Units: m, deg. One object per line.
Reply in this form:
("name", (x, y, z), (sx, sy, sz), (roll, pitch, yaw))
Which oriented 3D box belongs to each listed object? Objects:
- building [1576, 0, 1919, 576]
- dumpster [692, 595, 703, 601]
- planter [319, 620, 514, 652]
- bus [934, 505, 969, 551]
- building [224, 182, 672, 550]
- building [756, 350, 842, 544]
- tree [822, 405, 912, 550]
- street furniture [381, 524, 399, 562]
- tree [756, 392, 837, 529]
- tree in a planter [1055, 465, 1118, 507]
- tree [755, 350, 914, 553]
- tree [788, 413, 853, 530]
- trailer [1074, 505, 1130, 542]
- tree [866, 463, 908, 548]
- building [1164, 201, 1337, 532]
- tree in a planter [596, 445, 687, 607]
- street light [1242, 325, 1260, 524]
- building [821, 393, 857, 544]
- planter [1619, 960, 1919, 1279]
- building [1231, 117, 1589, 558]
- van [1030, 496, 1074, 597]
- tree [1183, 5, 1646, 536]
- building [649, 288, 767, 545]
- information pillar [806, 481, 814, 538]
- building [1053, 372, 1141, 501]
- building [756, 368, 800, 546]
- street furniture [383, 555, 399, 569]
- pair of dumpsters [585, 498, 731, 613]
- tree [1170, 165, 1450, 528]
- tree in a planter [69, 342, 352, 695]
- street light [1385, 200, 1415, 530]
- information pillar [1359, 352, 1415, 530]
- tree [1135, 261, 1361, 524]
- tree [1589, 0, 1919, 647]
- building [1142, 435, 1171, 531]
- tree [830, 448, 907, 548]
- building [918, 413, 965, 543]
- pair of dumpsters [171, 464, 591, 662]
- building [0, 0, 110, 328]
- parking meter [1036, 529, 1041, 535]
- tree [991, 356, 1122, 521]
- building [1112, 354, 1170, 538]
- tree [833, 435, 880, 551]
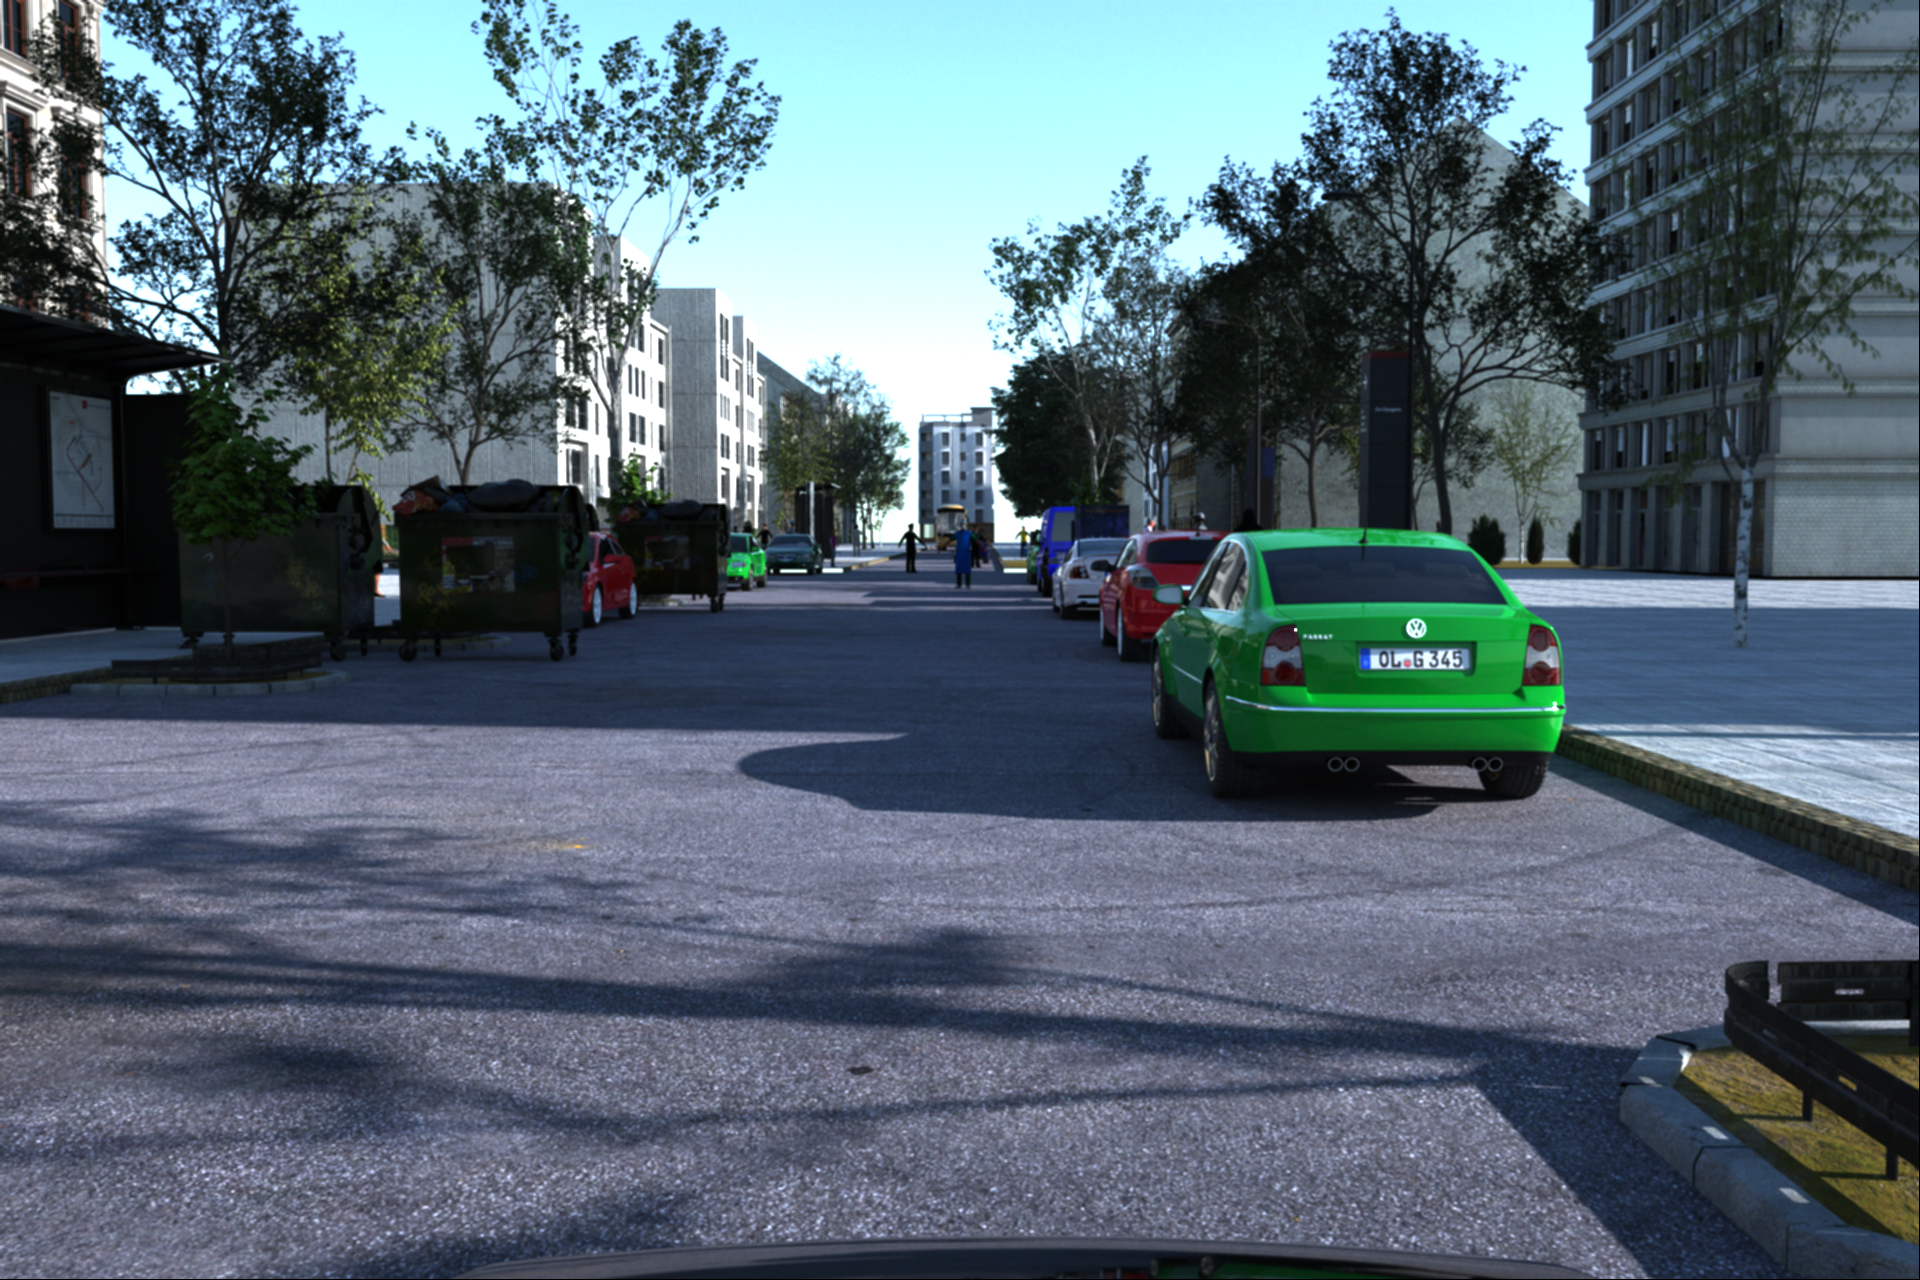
("building", (26.702, -12.744, 55.037), (8.464, 21.280, 15.925), (0, 4, 1))
("dumpster", (-6.431, -1.807, 37.763), (1.865, 1.857, 1.264), (0, 4, 1))
("planter", (-6.818, -0.058, 22.088), (1.991, 0.319, 1.994), (0, 4, 2))
("bus", (-0.676, -9.625, 148.918), (2.896, 3.916, 12.252), (0, 4, 1))
("building", (-28.443, -14.483, 103.252), (16.747, 18.905, 31.486), (0, 4, 1))
("building", (-24.373, -23.061, 207.980), (19.493, 23.208, 18.063), (0, 4, 1))
("tree", (-7.605, -13.040, 138.958), (9.928, 11.665, 9.643), (0, 3, 0))
("street furniture", (-27.148, -4.360, 78.138), (9.812, 1.723, 11.010), (-1, 4, -12))
("tree", (-8.819, -8.590, 90.802), (4.737, 8.622, 4.395), (0, 3, 0))
("tree in a planter", (3.265, -2.916, 44.894), (1.991, 3.239, 1.994), (0, 4, 1))
("tree", (-8.632, -12.604, 116.453), (12.009, 13.543, 11.850), (0, 3, 0))
("tree", (-8.130, -9.439, 104.694), (4.360, 8.622, 3.978), (0, 3, 0))
("trailer", (2.882, -1.768, 35.959), (1.471, 1.999, 3.904), (0, 4, 1))
("tree", (-7.256, -12.950, 162.100), (4.737, 8.622, 4.395), (0, 3, 0))
("building", (24.693, -17.664, 119.730), (19.493, 23.208, 18.063), (0, 4, 1))
("tree in a planter", (-6.610, -2.310, 34.987), (1.991, 3.239, 1.994), (0, 4, 1))
("street light", (6.993, -3.976, 37.554), (1.470, 5.913, 1.316), (0, 4, 1))
("building", (-23.550, -22.446, 233.454), (16.747, 18.905, 31.486), (0, 4, 1))
("planter", (2.603, 1.058, 3.840), (1.991, 0.319, 1.994), (0, 4, 0))
("building", (26.397, -16.483, 100.432), (19.493, 23.208, 18.063), (0, 4, 1))
("van", (2.827, -2.247, 41.119), (2.240, 2.365, 5.245), (0, 4, 0))
("tree", (8.454, -5.879, 30.538), (8.767, 10.594, 7.601), (-3, 4, -37))
("building", (-25.826, -16.752, 140.345), (16.747, 18.905, 31.486), (0, 3, 0))
("information pillar", (-6.672, -5.250, 77.158), (0.184, 3.620, 1.656), (0, 4, 1))
("building", (25.347, -23.845, 233.837), (27.936, 21.610, 32.646), (0, 4, 1))
("building", (-27.707, -21.904, 189.062), (19.493, 23.208, 18.063), (0, 4, 1))
("street furniture", (-17.264, -3.508, 64.212), (11.010, 1.723, 9.812), (2, 4, 32))
("pair of dumpsters", (-6.484, -1.641, 31.780), (4.436, 2.255, 1.574), (0, 4, 1))
("tree", (8.847, -6.720, 44.286), (7.601, 10.594, 8.767), (1, 4, 12))
("tree in a planter", (-6.919, -1.166, 16.281), (1.991, 3.239, 1.994), (0, 4, 2))
("street light", (6.666, -3.121, 23.567), (1.470, 5.913, 1.316), (0, 4, 1))
("information pillar", (6.141, -2.177, 24.973), (0.750, 3.857, 0.750), (0, 4, 1))
("tree", (9.401, -7.441, 56.079), (7.601, 10.594, 8.767), (-3, 5, -41))
("tree", (8.667, -4.217, 19.305), (4.360, 8.622, 3.978), (0, 3, 0))
("building", (20.918, -12.336, 143.840), (9.099, 9.664, 28.070), (0, 4, 1))
("tree", (-8.107, -13.456, 154.419), (7.601, 10.594, 8.767), (1, 4, 17))
("building", (-5.896, -24.580, 260.753), (11.380, 20.090, 16.016), (0, 4, -4))
("pair of dumpsters", (-6.576, -0.911, 19.839), (4.436, 2.255, 1.574), (0, 4, 0))
("building", (-31.344, -12.685, 43.556), (11.583, 22.565, 21.152), (0, 3, 0))
("parking meter", (3.846, -4.618, 83.909), (0.372, 1.533, 0.369), (0, 3, 0))
("tree", (6.768, -13.151, 121.668), (9.857, 13.997, 8.962), (0, 3, 0))
("building", (26.561, -21.932, 189.516), (19.493, 23.208, 18.063), (0, 4, 1))
("tree", (-7.854, -10.890, 128.411), (4.737, 8.622, 4.395), (0, 3, 0))
